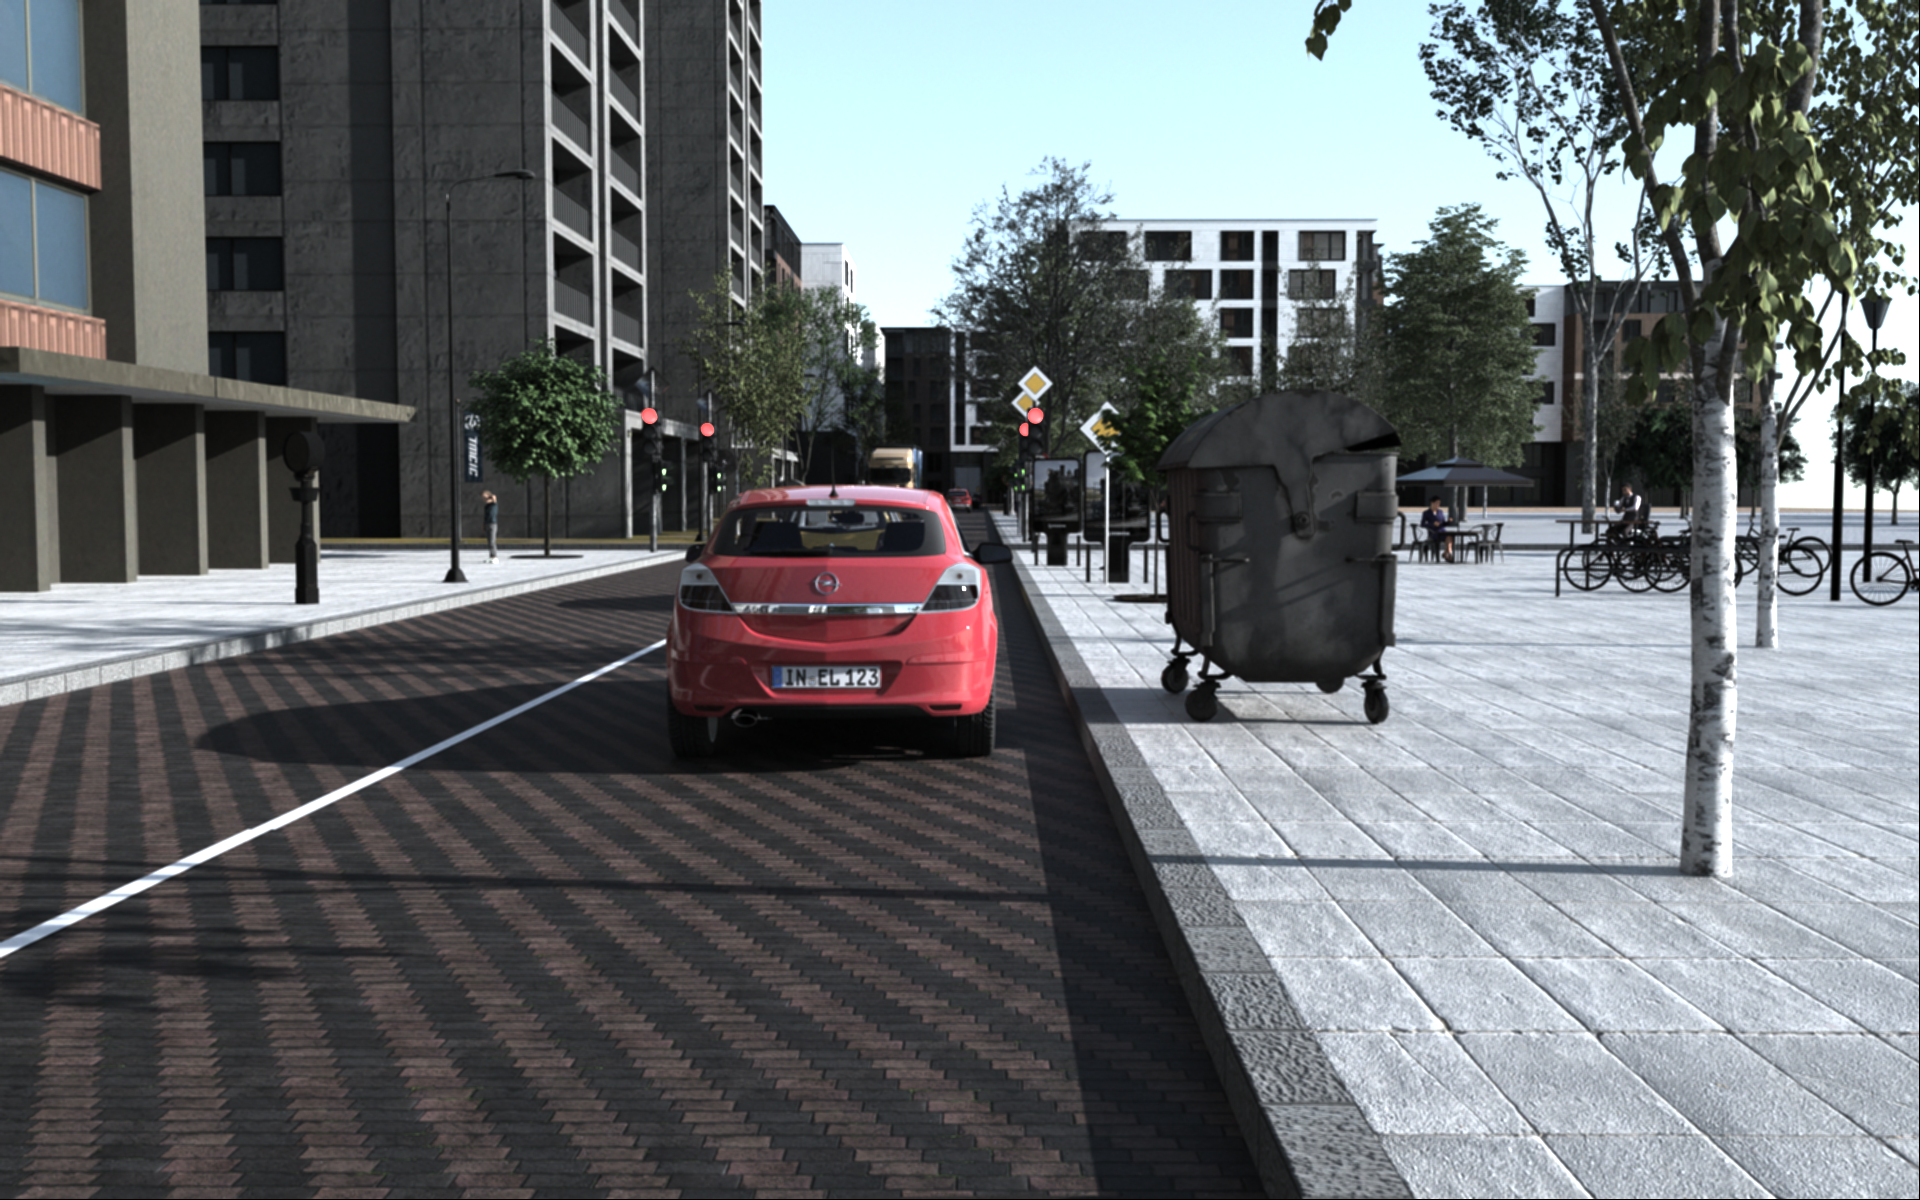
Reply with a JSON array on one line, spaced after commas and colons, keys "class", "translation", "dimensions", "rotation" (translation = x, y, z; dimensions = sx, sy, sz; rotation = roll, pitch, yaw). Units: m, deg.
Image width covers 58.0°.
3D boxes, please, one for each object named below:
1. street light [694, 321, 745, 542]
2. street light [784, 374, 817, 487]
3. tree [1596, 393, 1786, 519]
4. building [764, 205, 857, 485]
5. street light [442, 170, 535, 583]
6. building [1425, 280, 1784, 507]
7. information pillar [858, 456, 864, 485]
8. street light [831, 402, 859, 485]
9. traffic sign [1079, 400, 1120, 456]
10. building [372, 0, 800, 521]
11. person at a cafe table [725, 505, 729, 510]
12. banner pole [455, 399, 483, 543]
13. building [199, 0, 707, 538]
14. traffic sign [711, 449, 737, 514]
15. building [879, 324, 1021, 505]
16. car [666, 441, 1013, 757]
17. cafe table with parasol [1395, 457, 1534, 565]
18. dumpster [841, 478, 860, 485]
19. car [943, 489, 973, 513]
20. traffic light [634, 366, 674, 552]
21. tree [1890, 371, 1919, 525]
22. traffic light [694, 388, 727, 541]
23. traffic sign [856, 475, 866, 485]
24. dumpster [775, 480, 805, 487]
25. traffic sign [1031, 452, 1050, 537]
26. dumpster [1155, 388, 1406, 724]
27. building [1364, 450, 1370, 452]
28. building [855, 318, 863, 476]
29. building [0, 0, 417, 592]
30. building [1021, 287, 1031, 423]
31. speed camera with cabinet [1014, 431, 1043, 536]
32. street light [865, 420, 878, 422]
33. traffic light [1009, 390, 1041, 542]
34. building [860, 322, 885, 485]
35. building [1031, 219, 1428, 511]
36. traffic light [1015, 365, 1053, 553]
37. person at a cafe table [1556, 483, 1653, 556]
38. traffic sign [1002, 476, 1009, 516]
[{"class": "street light", "translation": [-6.465, -4.534, 46.664], "dimensions": [1.470, 5.913, 1.316], "rotation": [0, 4, 1]}, {"class": "street light", "translation": [-6.235, -5.786, 67.139], "dimensions": [1.470, 5.913, 1.316], "rotation": [0, 4, 1]}, {"class": "tree", "translation": [40.520, -8.148, 96.118], "dimensions": [11.467, 7.101, 20.602], "rotation": [0, 4, 2]}, {"class": "building", "translation": [-23.416, -18.045, 139.012], "dimensions": [27.936, 21.610, 32.646], "rotation": [0, 4, 1]}, {"class": "street light", "translation": [-6.797, -3.208, 24.993], "dimensions": [1.470, 5.913, 1.316], "rotation": [0, 4, 1]}, {"class": "building", "translation": [62.591, -20.539, 179.779], "dimensions": [32.646, 21.610, 27.936], "rotation": [0, 4, 1]}, {"class": "information pillar", "translation": [-6.090, -7.070, 106.941], "dimensions": [0.183, 3.616, 0.504], "rotation": [-3, 5, -44]}, {"class": "street light", "translation": [-5.958, -7.052, 87.838], "dimensions": [1.470, 5.913, 1.316], "rotation": [0, 4, 1]}, {"class": "traffic sign", "translation": [2.085, -1.507, 24.368], "dimensions": [0.795, 2.593, 0.064], "rotation": [0, 4, 1]}, {"class": "building", "translation": [-19.959, -40.444, 99.516], "dimensions": [20.563, 71.187, 20.611], "rotation": [0, 4, 1]}, {"class": "person at a cafe table", "translation": [-11.246, -4.773, 88.904], "dimensions": [1.726, 1.238, 1.698], "rotation": [-1, 4, -17]}, {"class": "banner pole", "translation": [-12.973, -3.400, 45.605], "dimensions": [0.863, 3.779, 0.401], "rotation": [-1, 4, -20]}, {"class": "building", "translation": [-19.723, -37.928, 58.383], "dimensions": [20.563, 71.187, 20.611], "rotation": [0, 4, 1]}, {"class": "traffic sign", "translation": [-6.723, -3.005, 49.232], "dimensions": [0.768, 2.556, 0.104], "rotation": [1, 4, 9]}, {"class": "building", "translation": [-3.202, -23.145, 222.400], "dimensions": [32.646, 21.610, 27.936], "rotation": [0, 4, 1]}, {"class": "car", "translation": [-0.719, -0.116, 10.940], "dimensions": [2.155, 1.783, 4.494], "rotation": [0, 4, -1]}, {"class": "cafe table with parasol", "translation": [9.248, -1.667, 32.122], "dimensions": [2.610, 1.966, 2.610], "rotation": [3, 4, 39]}, {"class": "dumpster", "translation": [-6.465, -6.181, 103.558], "dimensions": [1.502, 2.255, 1.985], "rotation": [0, 4, 1]}, {"class": "car", "translation": [-0.145, -7.439, 130.299], "dimensions": [2.281, 1.827, 5.304], "rotation": [0, 4, 1]}, {"class": "traffic light", "translation": [-6.735, -3.005, 38.046], "dimensions": [0.839, 4.253, 0.868], "rotation": [0, 4, 1]}, {"class": "tree", "translation": [46.805, -6.689, 72.267], "dimensions": [20.602, 7.101, 11.467], "rotation": [-2, 4, -24]}, {"class": "traffic light", "translation": [-6.639, -3.493, 46.031], "dimensions": [0.839, 4.253, 0.868], "rotation": [0, 4, 1]}, {"class": "traffic sign", "translation": [-6.390, -6.810, 111.443], "dimensions": [0.768, 2.556, 0.104], "rotation": [1, 4, 9]}, {"class": "dumpster", "translation": [-6.799, -3.925, 69.927], "dimensions": [1.264, 1.857, 1.865], "rotation": [0, 4, 1]}, {"class": "traffic sign", "translation": [2.331, -3.135, 51.358], "dimensions": [0.768, 2.556, 0.104], "rotation": [1, 4, 9]}, {"class": "dumpster", "translation": [1.883, -0.283, 10.385], "dimensions": [1.264, 1.857, 1.865], "rotation": [0, 4, 1]}, {"class": "building", "translation": [51.684, -21.911, 214.656], "dimensions": [11.380, 20.091, 16.016], "rotation": [0, 4, 1]}, {"class": "building", "translation": [-16.990, -18.626, 160.955], "dimensions": [16.016, 20.091, 11.380], "rotation": [0, 4, 1]}, {"class": "building", "translation": [-25.381, -22.520, 22.829], "dimensions": [28.867, 44.769, 22.147], "rotation": [0, 4, 1]}, {"class": "building", "translation": [20.906, -20.424, 177.906], "dimensions": [27.936, 21.610, 32.646], "rotation": [0, 4, 1]}, {"class": "speed camera with cabinet", "translation": [2.158, -3.655, 54.100], "dimensions": [0.660, 3.252, 2.038], "rotation": [0, 4, -7]}, {"class": "street light", "translation": [-5.800, -8.290, 108.083], "dimensions": [1.470, 5.913, 1.316], "rotation": [0, 4, 1]}, {"class": "traffic light", "translation": [1.722, -3.488, 45.946], "dimensions": [0.839, 4.253, 0.868], "rotation": [0, 4, 1]}, {"class": "building", "translation": [-24.299, -19.582, 186.625], "dimensions": [31.486, 18.905, 16.747], "rotation": [0, 4, 1]}, {"class": "building", "translation": [20.671, -18.421, 145.155], "dimensions": [27.936, 21.610, 32.646], "rotation": [0, 4, 1]}, {"class": "traffic light", "translation": [1.626, -2.999, 37.961], "dimensions": [0.839, 4.253, 0.868], "rotation": [0, 4, 1]}, {"class": "person at a cafe table", "translation": [13.758, -1.705, 36.391], "dimensions": [1.622, 1.524, 1.698], "rotation": [-2, 4, -26]}, {"class": "traffic sign", "translation": [2.839, -6.172, 101.013], "dimensions": [0.768, 2.556, 0.104], "rotation": [0, 4, 6]}]
